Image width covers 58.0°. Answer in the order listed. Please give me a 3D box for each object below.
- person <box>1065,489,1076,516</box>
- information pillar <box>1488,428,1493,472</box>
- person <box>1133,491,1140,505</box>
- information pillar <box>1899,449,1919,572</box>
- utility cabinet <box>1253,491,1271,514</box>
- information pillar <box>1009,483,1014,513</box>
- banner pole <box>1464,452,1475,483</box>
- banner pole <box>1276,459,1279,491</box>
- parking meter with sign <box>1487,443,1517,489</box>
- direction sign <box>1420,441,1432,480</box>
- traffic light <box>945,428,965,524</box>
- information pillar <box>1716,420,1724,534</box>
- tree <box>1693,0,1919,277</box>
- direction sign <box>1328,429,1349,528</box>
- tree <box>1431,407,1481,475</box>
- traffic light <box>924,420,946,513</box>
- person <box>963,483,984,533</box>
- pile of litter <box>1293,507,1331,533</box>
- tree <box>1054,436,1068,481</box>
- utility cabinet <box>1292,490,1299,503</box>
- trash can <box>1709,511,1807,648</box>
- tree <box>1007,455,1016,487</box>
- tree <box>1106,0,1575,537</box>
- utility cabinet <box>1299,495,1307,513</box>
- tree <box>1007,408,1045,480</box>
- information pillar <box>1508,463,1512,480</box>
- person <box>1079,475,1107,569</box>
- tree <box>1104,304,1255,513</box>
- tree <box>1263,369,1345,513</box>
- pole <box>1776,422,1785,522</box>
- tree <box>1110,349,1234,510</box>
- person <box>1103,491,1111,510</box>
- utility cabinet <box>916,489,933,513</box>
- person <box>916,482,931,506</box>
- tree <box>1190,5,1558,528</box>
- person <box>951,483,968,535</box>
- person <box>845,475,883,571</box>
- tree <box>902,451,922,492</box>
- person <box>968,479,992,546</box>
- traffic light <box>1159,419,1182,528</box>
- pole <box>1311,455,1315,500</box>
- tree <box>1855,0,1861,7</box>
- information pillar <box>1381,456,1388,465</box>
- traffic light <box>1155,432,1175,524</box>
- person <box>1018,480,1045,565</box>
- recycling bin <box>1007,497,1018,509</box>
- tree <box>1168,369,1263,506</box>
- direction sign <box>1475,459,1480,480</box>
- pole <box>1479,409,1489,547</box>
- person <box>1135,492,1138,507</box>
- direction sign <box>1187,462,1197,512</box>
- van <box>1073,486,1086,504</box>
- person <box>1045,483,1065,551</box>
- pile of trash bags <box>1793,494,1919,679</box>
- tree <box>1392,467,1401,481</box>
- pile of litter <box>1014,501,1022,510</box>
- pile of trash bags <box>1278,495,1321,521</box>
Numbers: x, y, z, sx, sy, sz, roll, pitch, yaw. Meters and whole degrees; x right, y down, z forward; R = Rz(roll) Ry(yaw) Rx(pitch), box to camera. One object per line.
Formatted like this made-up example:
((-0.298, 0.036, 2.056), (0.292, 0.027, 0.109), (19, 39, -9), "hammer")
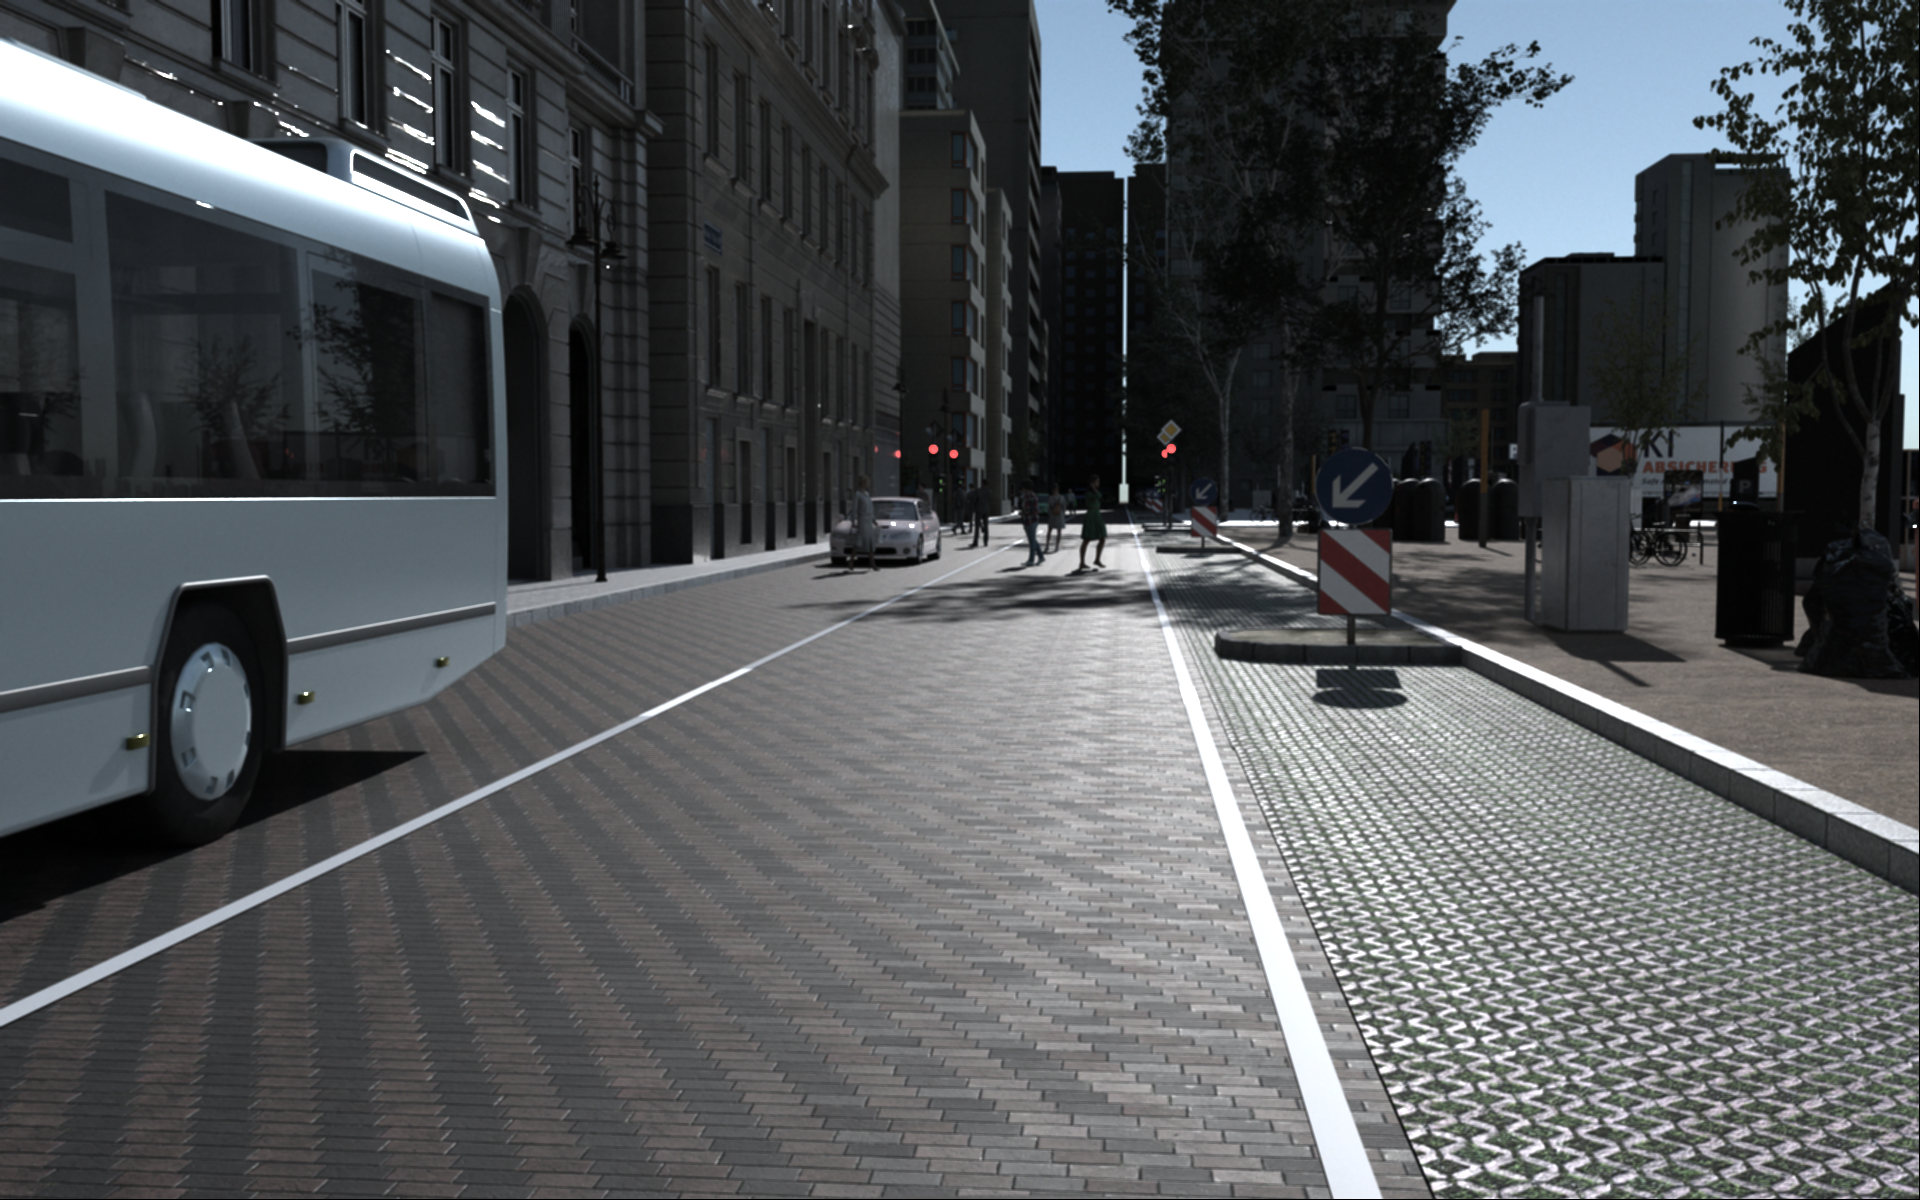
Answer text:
((7.064, -6.258, 111.310), (0.782, 1.767, 0.515), (2, 4, 35), "person")
((18.890, -4.312, 61.859), (0.183, 3.616, 0.504), (0, 4, -5), "information pillar")
((21.612, -12.418, 211.665), (1.348, 1.807, 0.705), (-3, 4, -38), "person")
((15.640, -1.472, 28.560), (0.304, 2.012, 0.304), (-1, 4, -12), "information pillar")
((19.549, -6.328, 112.134), (1.173, 1.500, 0.318), (1, 4, 11), "utility cabinet")
((3.514, -6.911, 117.483), (0.304, 2.012, 0.304), (-1, 4, -10), "information pillar")
((30.315, -6.928, 103.288), (0.863, 3.779, 0.401), (-1, 4, -9), "banner pole")
((22.981, -8.266, 125.159), (0.401, 3.779, 0.863), (2, 4, 28), "banner pole")
((18.671, -3.925, 60.440), (0.543, 3.016, 1.738), (-2, 4, -28), "parking meter with sign")
((19.813, -5.001, 73.765), (0.379, 3.537, 0.876), (-1, 4, -16), "direction sign")
((-0.220, -5.198, 73.907), (0.839, 4.253, 0.868), (0, 4, 5), "traffic light")
((24.122, -3.887, 54.903), (0.183, 3.616, 0.504), (1, 4, 22), "information pillar")
((9.488, -4.124, 17.794), (4.737, 8.622, 4.395), (0, 3, 0), "tree")
((13.288, -4.213, 60.882), (0.876, 3.537, 0.379), (-2, 4, -25), "direction sign")
((40.670, -11.729, 142.138), (4.737, 8.622, 4.395), (0, 3, 0), "tree")
((-0.962, -4.712, 65.957), (0.839, 4.253, 0.868), (0, 4, 5), "traffic light")
((0.506, -3.404, 64.112), (0.622, 1.834, 0.822), (-2, 4, -31), "person")
((11.551, -2.615, 56.720), (1.719, 0.858, 1.176), (2, 4, 28), "pile of litter")
((10.870, -15.800, 208.696), (4.360, 8.622, 3.978), (0, 3, 0), "tree")
((18.723, -5.497, 98.562), (0.318, 1.500, 1.173), (-3, 5, -45), "utility cabinet")
((6.719, -0.182, 14.622), (0.748, 1.137, 0.748), (0, 3, 0), "trash can")
((2.037, -8.040, 115.163), (4.285, 4.588, 4.351), (0, 3, 0), "tree")
((10.628, -11.912, 50.643), (12.611, 20.169, 13.585), (0, 3, 0), "tree")
((22.026, -6.190, 112.364), (1.020, 1.237, 0.306), (-2, 4, -29), "utility cabinet")
((5.343, -11.991, 146.409), (4.737, 8.622, 4.395), (0, 3, 0), "tree")
((41.811, -8.585, 131.717), (0.183, 3.616, 0.504), (-1, 4, -16), "information pillar")
((2.553, -1.503, 33.315), (0.529, 1.795, 0.600), (1, 4, 21), "person")
((14.558, -12.724, 114.691), (9.857, 13.997, 8.962), (0, 3, 0), "tree")
((20.551, -9.311, 102.596), (4.360, 8.622, 3.978), (0, 3, 0), "tree")
((22.989, -3.342, 48.479), (0.158, 3.312, 0.155), (0, 3, 0), "pole")
((17.534, -14.204, 142.599), (12.009, 13.543, 11.850), (0, 3, 0), "tree")
((13.221, -8.994, 156.377), (0.721, 1.723, 1.217), (3, 5, 40), "person")
((-1.487, -4.006, 74.170), (0.318, 1.500, 1.173), (2, 4, 26), "utility cabinet")
((-1.184, -2.562, 50.730), (0.599, 1.781, 0.374), (2, 4, 29), "person")
((7.842, -6.101, 34.165), (7.601, 10.594, 8.767), (-2, 4, -29), "tree")
((0.015, -3.216, 61.176), (0.850, 1.850, 0.679), (-3, 5, -40), "person")
((-1.811, -1.442, 32.429), (0.624, 1.780, 0.694), (3, 5, 44), "person")
((-2.564, -4.453, 67.413), (1.663, 3.219, 1.824), (0, 3, 0), "tree")
((0.548, -2.401, 47.566), (0.655, 1.846, 0.447), (-2, 4, -26), "person")
((7.912, -4.662, 65.147), (0.839, 4.253, 0.868), (0, 4, 5), "traffic light")
((18.320, -5.876, 89.908), (0.158, 3.312, 0.155), (0, 3, 0), "pole")
((5.669, -3.505, 7.670), (4.360, 8.622, 3.978), (0, 3, 0), "tree")
((26.055, -7.031, 106.317), (0.504, 3.616, 0.183), (1, 4, 20), "information pillar")
((8.655, -5.148, 73.097), (0.839, 4.253, 0.868), (0, 4, 5), "traffic light")
((1.452, -1.558, 34.814), (0.643, 1.720, 0.563), (-1, 4, -11), "person")
((4.255, -7.840, 140.735), (0.722, 1.027, 0.722), (-3, 4, -38), "recycling bin")
((14.764, -9.293, 102.302), (4.360, 8.622, 3.978), (0, 3, 0), "tree")
((33.016, -7.282, 111.061), (0.379, 3.537, 0.876), (-3, 5, -44), "direction sign")
((12.650, -2.935, 41.829), (0.158, 3.312, 0.155), (0, 3, 0), "pole")
((19.019, -10.892, 187.521), (0.436, 1.711, 0.756), (1, 4, 13), "person")
((16.557, -8.057, 123.734), (0.876, 3.537, 0.379), (-2, 4, -35), "direction sign")
((13.835, -11.815, 197.563), (2.240, 2.365, 5.245), (0, 4, 6), "van")
((2.421, -2.097, 43.788), (0.512, 1.701, 0.522), (0, 4, -7), "person")
((6.883, -0.146, 12.140), (1.912, 1.369, 3.447), (2, 4, 27), "pile of trash bags")
((31.628, -8.003, 125.457), (1.663, 3.219, 1.824), (0, 3, 0), "tree")
((4.534, -7.553, 137.457), (1.176, 0.858, 1.719), (3, 4, 38), "pile of litter")
((16.688, -4.398, 81.663), (3.447, 1.369, 1.912), (1, 4, 19), "pile of trash bags")
